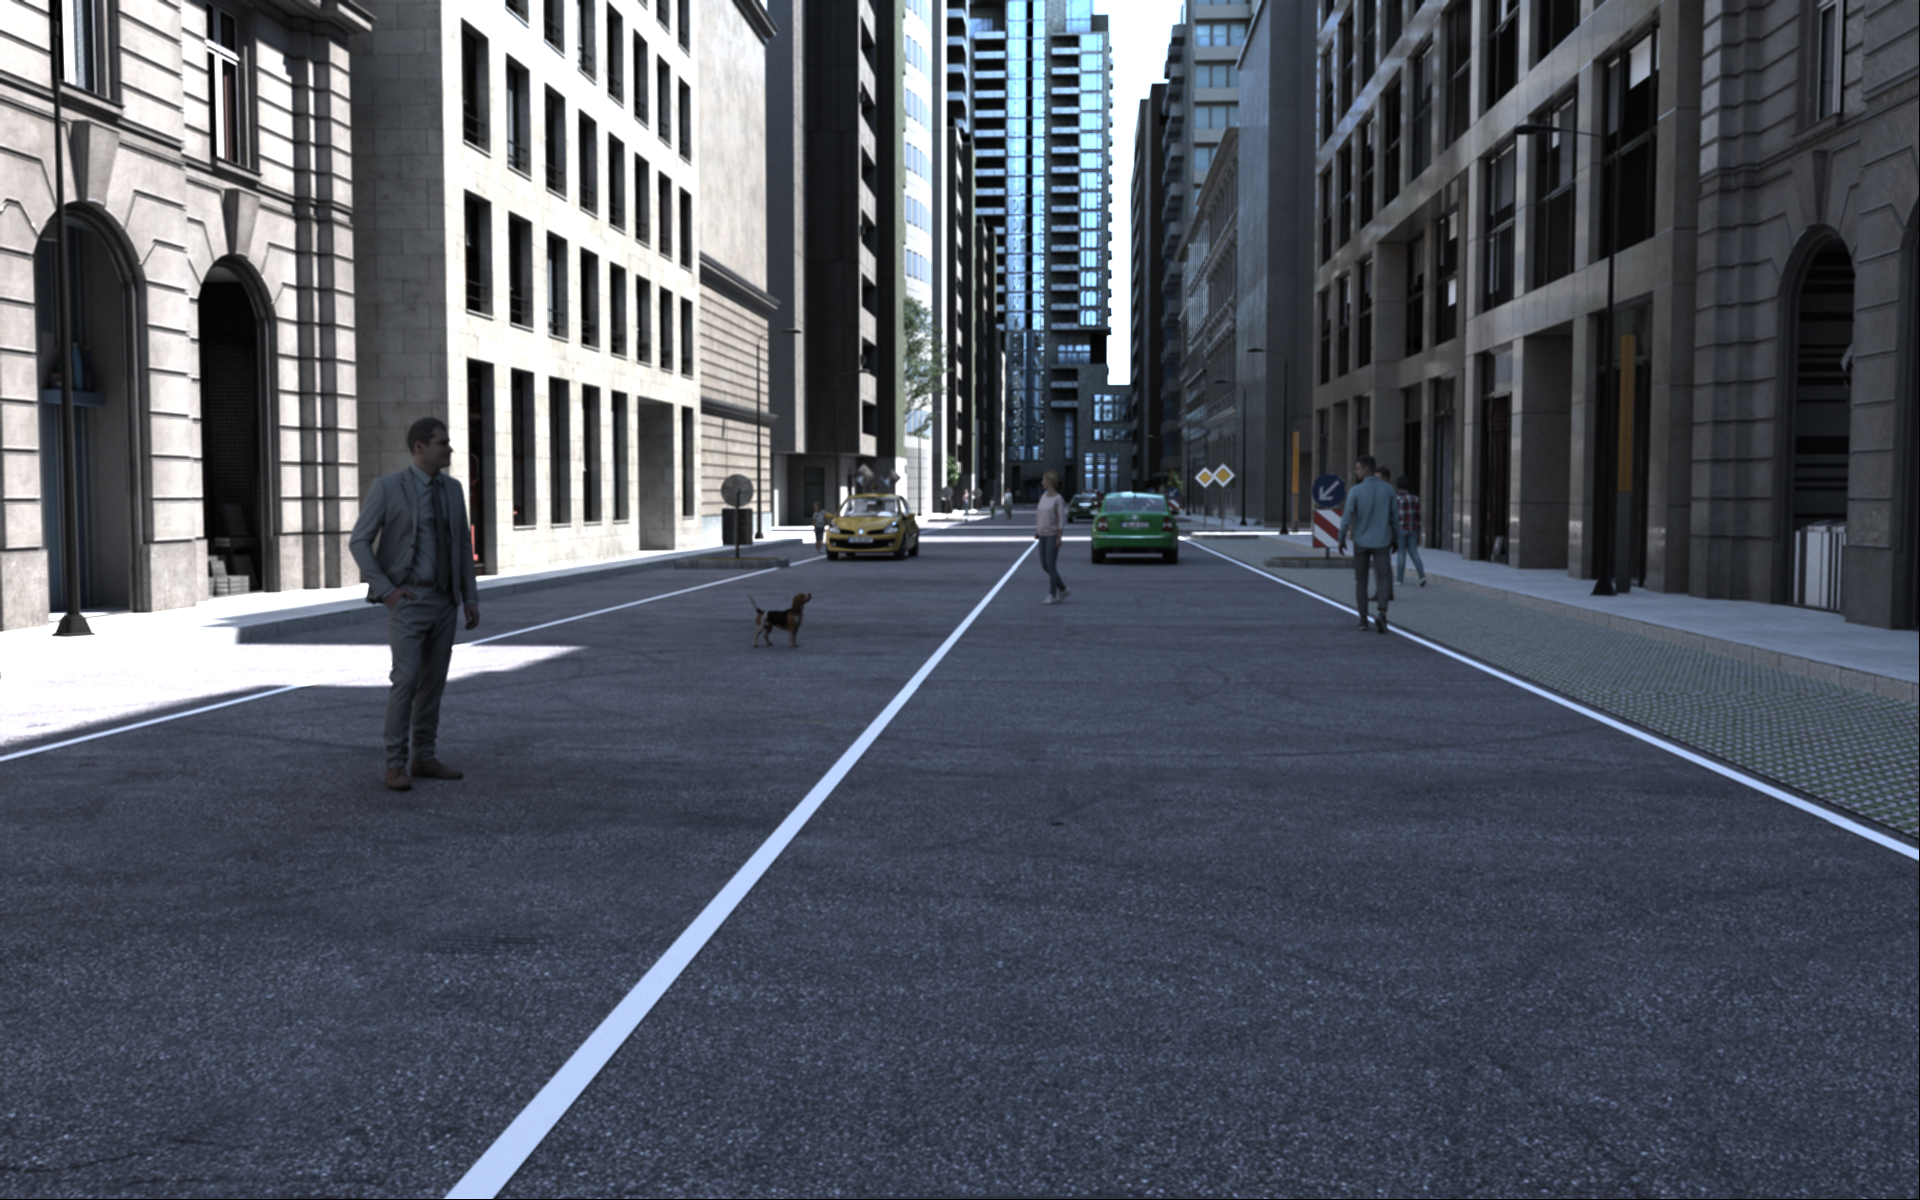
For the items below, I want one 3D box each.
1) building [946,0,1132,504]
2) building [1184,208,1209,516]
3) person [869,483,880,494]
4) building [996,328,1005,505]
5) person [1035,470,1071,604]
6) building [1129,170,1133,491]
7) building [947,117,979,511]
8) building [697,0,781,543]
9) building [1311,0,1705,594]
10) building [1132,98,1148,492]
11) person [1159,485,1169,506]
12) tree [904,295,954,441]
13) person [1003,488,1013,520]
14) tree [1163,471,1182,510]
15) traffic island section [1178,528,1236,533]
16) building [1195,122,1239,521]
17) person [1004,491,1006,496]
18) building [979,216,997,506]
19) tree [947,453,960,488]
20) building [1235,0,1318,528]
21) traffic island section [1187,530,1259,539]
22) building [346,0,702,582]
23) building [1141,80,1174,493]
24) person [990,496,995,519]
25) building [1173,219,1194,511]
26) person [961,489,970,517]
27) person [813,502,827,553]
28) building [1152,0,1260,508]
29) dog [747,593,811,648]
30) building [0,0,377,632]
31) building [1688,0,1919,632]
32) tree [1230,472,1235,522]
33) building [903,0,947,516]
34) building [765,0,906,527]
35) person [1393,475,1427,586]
[{"bbox_3d":[7.370,-56.250,232.352,31.000,86.520,22.319,0,4,4],"label":"building"},{"bbox_3d":[19.612,-15.936,109.709,9.793,20.994,18.267,0,4,4],"label":"building"},{"bbox_3d":[-2.547,-2.575,51.147,0.519,1.759,0.362,-2,4,-32],"label":"person"},{"bbox_3d":[-9.740,-21.953,203.970,28.899,21.520,27.650,0,4,4],"label":"building"},{"bbox_3d":[1.221,-0.825,22.662,0.598,1.740,0.731,-3,5,-40],"label":"person"},{"bbox_3d":[29.707,-35.406,229.001,14.200,45.320,14.600,0,4,4],"label":"building"},{"bbox_3d":[-6.205,-22.110,133.192,14.160,30.474,14.107,0,4,4],"label":"building"},{"bbox_3d":[-23.284,-14.179,50.917,34.723,24.649,14.460,0,4,4],"label":"building"},{"bbox_3d":[19.811,-14.268,37.795,19.350,26.468,34.151,0,4,4],"label":"building"},{"bbox_3d":[31.227,-35.412,202.695,21.300,48.544,21.600,0,4,4],"label":"building"},{"bbox_3d":[8.337,-3.876,72.057,0.709,1.800,0.728,0,3,0],"label":"person"},{"bbox_3d":[-3.908,-9.691,84.197,9.928,11.665,9.643,0,3,0],"label":"tree"},{"bbox_3d":[2.737,-5.428,97.466,0.478,1.798,0.641,3,4,38],"label":"person"},{"bbox_3d":[17.721,-9.209,145.174,1.663,3.219,1.824,0,3,0],"label":"tree"},{"bbox_3d":[9.081,-2.559,64.122,2.009,0.180,2.903,0,4,4],"label":"traffic island section"},{"bbox_3d":[18.698,-15.526,90.004,11.583,22.565,21.152,0,4,4],"label":"building"},{"bbox_3d":[4.181,-9.109,158.344,0.530,1.710,0.541,2,4,24],"label":"person"},{"bbox_3d":[-3.548,-24.932,179.336,14.160,30.474,14.107,0,4,4],"label":"building"},{"bbox_3d":[-1.507,-8.524,123.088,4.285,4.588,4.351,0,3,0],"label":"tree"},{"bbox_3d":[26.708,-15.281,68.904,30.058,24.678,14.314,0,4,4],"label":"building"},{"bbox_3d":[8.536,-2.072,56.156,2.009,0.180,2.903,0,4,4],"label":"traffic island section"},{"bbox_3d":[-11.992,-10.918,33.266,10.420,20.320,16.860,0,4,4],"label":"building"},{"bbox_3d":[26.930,-32.726,185.178,14.600,45.320,14.200,0,4,4],"label":"building"},{"bbox_3d":[1.825,-5.202,97.808,0.306,1.304,0.590,1,4,16],"label":"person"},{"bbox_3d":[21.869,-18.331,128.592,11.050,23.489,19.941,0,4,4],"label":"building"},{"bbox_3d":[0.388,-6.032,107.711,0.643,1.750,0.593,-2,4,-28],"label":"person"},{"bbox_3d":[-3.399,-1.769,42.110,0.332,1.250,0.352,1,4,21],"label":"person"},{"bbox_3d":[30.467,-33.186,162.192,23.786,49.044,30.456,0,4,4],"label":"building"},{"bbox_3d":[-1.698,0.185,16.266,0.540,0.507,0.406,-1,4,-17],"label":"dog"},{"bbox_3d":[-14.968,-10.428,12.302,13.314,21.916,24.055,0,4,4],"label":"building"},{"bbox_3d":[14.214,-10.238,9.199,13.314,21.916,24.055,0,4,4],"label":"building"},{"bbox_3d":[12.920,-5.176,79.234,1.663,3.219,1.824,0,3,0],"label":"tree"},{"bbox_3d":[-12.330,-34.347,103.581,21.231,58.520,28.212,0,4,4],"label":"building"},{"bbox_3d":[-9.915,-18.371,72.061,14.160,30.474,14.107,0,4,4],"label":"building"},{"bbox_3d":[6.920,-1.072,26.867,0.563,1.720,0.643,-1,4,-17],"label":"person"}]
